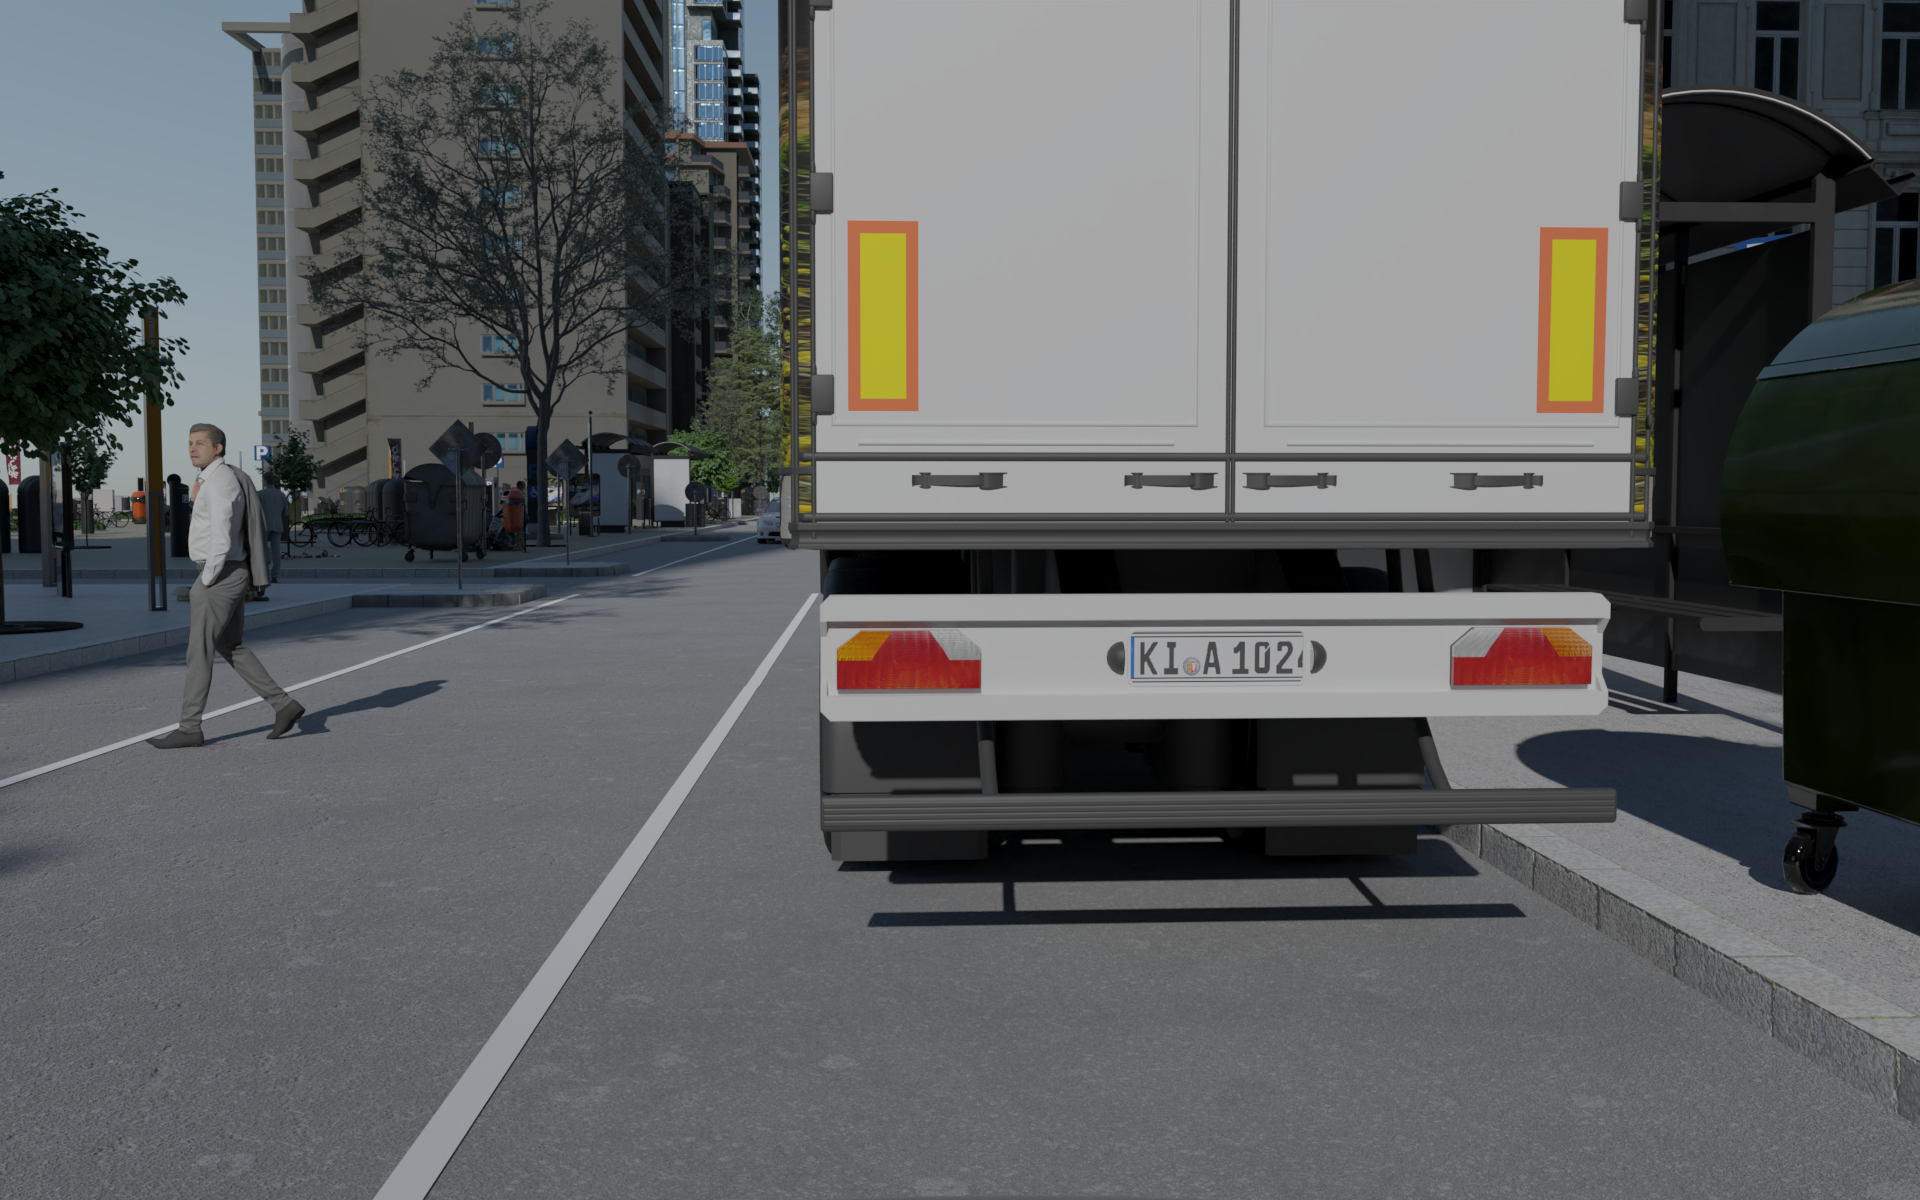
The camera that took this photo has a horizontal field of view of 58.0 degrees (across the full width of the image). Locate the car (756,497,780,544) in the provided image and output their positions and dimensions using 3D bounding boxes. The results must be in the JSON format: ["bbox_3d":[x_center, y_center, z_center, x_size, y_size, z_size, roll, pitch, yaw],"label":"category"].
[{"bbox_3d":[-4.975,-2.403,51.651,2.083,1.381,4.827,0,4,-1],"label":"car"}]

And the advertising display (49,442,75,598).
[{"bbox_3d":[-11.236,-1.007,21.677,0.123,1.923,0.974,-2,4,-35],"label":"advertising display"}]

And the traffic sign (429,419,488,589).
[{"bbox_3d":[-6.735,-1.201,23.286,0.795,2.450,0.064,0,4,-2],"label":"traffic sign"}]

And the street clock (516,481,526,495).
[{"bbox_3d":[-23.882,-5.486,94.272,0.471,2.002,0.358,2,4,28],"label":"street clock"}]

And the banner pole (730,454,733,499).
[{"bbox_3d":[-14.081,-7.109,106.253,0.401,3.779,0.863,-2,4,-28],"label":"banner pole"}]

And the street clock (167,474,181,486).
[{"bbox_3d":[-27.728,-3.460,61.144,0.471,2.002,0.358,-2,4,-26],"label":"street clock"}]

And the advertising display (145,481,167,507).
[{"bbox_3d":[-38.557,-4.759,83.017,0.974,1.923,0.123,-3,5,-41],"label":"advertising display"}]

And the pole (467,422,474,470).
[{"bbox_3d":[-13.855,-3.379,49.093,0.158,3.312,0.155,0,3,0],"label":"pole"}]

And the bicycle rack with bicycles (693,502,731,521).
[{"bbox_3d":[-12.386,-4.228,82.508,2.925,0.926,2.852,0,4,-3],"label":"bicycle rack with bicycles"}]

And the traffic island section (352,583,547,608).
[{"bbox_3d":[-6.758,-0.065,23.346,2.009,0.180,2.903,0,4,-2],"label":"traffic island section"}]

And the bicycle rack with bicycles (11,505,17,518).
[{"bbox_3d":[-42.908,-4.177,81.672,2.925,0.926,2.852,3,4,37],"label":"bicycle rack with bicycles"}]

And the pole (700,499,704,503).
[{"bbox_3d":[-13.959,-6.108,93.716,0.158,3.312,0.155,0,3,0],"label":"pole"}]

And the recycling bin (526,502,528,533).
[{"bbox_3d":[-14.184,-2.671,56.225,0.722,1.027,0.722,0,4,6],"label":"recycling bin"}]

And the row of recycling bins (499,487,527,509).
[{"bbox_3d":[-26.236,-5.701,100.322,3.534,1.692,1.069,-3,5,-42],"label":"row of recycling bins"}]

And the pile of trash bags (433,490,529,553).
[{"bbox_3d":[-10.559,-1.778,38.822,1.912,1.369,3.447,-3,4,-38],"label":"pile of trash bags"}]

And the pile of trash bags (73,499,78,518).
[{"bbox_3d":[-44.657,-4.638,85.584,1.912,1.369,3.447,-2,4,-27],"label":"pile of trash bags"}]

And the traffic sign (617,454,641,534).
[{"bbox_3d":[-10.583,-3.382,55.398,0.768,2.556,0.104,0,4,4],"label":"traffic sign"}]

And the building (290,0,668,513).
[{"bbox_3d":[-31.795,-30.129,116.309,21.300,48.544,21.600,0,4,-2],"label":"building"}]

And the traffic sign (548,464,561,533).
[{"bbox_3d":[-12.275,-3.234,52.983,0.768,2.556,0.104,0,4,7],"label":"traffic sign"}]

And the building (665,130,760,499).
[{"bbox_3d":[-36.156,-34.008,210.651,22.147,44.769,28.867,0,4,-2],"label":"building"}]

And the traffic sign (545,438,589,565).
[{"bbox_3d":[-7.084,-1.689,31.263,0.795,2.450,0.064,0,4,-2],"label":"traffic sign"}]

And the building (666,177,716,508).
[{"bbox_3d":[-30.195,-23.685,158.945,14.160,30.474,14.107,0,4,-2],"label":"building"}]

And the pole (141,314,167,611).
[{"bbox_3d":[-8.830,-1.537,18.967,0.158,3.312,0.155,0,3,0],"label":"pole"}]

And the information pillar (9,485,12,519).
[{"bbox_3d":[-49.183,-6.013,89.668,0.183,3.616,0.504,-2,4,-32],"label":"information pillar"}]

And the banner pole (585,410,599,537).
[{"bbox_3d":[-11.122,-3.797,52.104,0.401,3.779,0.863,-1,4,-19],"label":"banner pole"}]

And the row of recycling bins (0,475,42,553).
[{"bbox_3d":[-21.482,-1.863,37.573,3.534,1.692,1.069,-1,4,-12],"label":"row of recycling bins"}]

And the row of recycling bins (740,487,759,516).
[{"bbox_3d":[-12.679,-5.980,104.879,1.069,1.692,3.534,-1,4,-12],"label":"row of recycling bins"}]

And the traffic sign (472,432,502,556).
[{"bbox_3d":[-9.836,-2.181,35.757,0.768,2.556,0.104,0,4,-2],"label":"traffic sign"}]

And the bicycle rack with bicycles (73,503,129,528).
[{"bbox_3d":[-33.163,-3.211,65.886,2.925,0.926,2.852,-1,4,-10],"label":"bicycle rack with bicycles"}]

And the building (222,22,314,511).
[{"bbox_3d":[-38.383,-27.362,139.257,32.217,40.220,23.993,0,4,-2],"label":"building"}]

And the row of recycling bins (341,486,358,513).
[{"bbox_3d":[-29.703,-4.946,87.978,1.069,1.692,3.534,1,4,19],"label":"row of recycling bins"}]

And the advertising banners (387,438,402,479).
[{"bbox_3d":[-17.287,-3.594,54.952,0.090,3.025,2.074,2,4,34],"label":"advertising banners"}]

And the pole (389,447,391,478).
[{"bbox_3d":[-22.872,-4.644,69.774,0.158,3.312,0.155,0,3,0],"label":"pole"}]

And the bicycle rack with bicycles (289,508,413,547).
[{"bbox_3d":[-14.593,-1.788,42.615,2.925,0.926,2.852,1,4,12],"label":"bicycle rack with bicycles"}]

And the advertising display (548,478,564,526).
[{"bbox_3d":[-16.486,-3.961,69.984,0.974,1.923,0.123,1,4,9],"label":"advertising display"}]

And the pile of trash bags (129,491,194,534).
[{"bbox_3d":[-26.041,-2.925,57.573,1.912,1.369,3.447,2,4,23],"label":"pile of trash bags"}]

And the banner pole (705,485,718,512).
[{"bbox_3d":[-12.778,-6.086,89.519,0.863,3.779,0.401,0,4,7],"label":"banner pole"}]

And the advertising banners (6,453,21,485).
[{"bbox_3d":[-26.981,-3.333,50.681,2.074,3.025,0.090,0,4,5],"label":"advertising banners"}]

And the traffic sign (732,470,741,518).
[{"bbox_3d":[-11.735,-5.473,89.484,0.884,2.594,0.081,0,4,6],"label":"traffic sign"}]

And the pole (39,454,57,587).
[{"bbox_3d":[-12.574,-1.837,23.872,0.158,3.312,0.155,0,3,0],"label":"pole"}]

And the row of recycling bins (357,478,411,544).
[{"bbox_3d":[-15.132,-2.381,46.042,1.069,1.692,3.534,-2,4,-27],"label":"row of recycling bins"}]

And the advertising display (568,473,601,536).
[{"bbox_3d":[-11.594,-2.952,53.474,0.974,1.923,0.123,-1,4,-12],"label":"advertising display"}]

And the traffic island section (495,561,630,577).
[{"bbox_3d":[-7.107,-0.553,31.324,2.009,0.180,2.903,0,4,-2],"label":"traffic island section"}]

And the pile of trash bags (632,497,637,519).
[{"bbox_3d":[-17.211,-4.779,87.895,3.447,1.369,1.912,-2,4,-25],"label":"pile of trash bags"}]

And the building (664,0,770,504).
[{"bbox_3d":[-37.417,-56.671,239.235,22.319,86.520,31.000,0,4,-2],"label":"building"}]

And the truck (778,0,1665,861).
[{"bbox_3d":[0.394,-1.305,10.247,2.839,4.237,11.283,0,4,-3],"label":"truck"}]

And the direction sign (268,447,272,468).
[{"bbox_3d":[-33.165,-5.586,83.320,0.379,3.537,0.876,-2,4,-30],"label":"direction sign"}]

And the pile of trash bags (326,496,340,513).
[{"bbox_3d":[-36.218,-5.679,102.607,3.447,1.369,1.912,2,4,30],"label":"pile of trash bags"}]

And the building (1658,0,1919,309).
[{"bbox_3d":[31.775,-16.636,48.414,44.131,29.872,17.030,0,4,-2],"label":"building"}]

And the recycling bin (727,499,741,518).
[{"bbox_3d":[-12.295,-4.969,93.803,0.722,1.027,0.722,-2,4,-24],"label":"recycling bin"}]

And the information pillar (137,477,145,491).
[{"bbox_3d":[-35.476,-4.316,75.057,0.304,2.012,0.304,-1,4,-22],"label":"information pillar"}]
